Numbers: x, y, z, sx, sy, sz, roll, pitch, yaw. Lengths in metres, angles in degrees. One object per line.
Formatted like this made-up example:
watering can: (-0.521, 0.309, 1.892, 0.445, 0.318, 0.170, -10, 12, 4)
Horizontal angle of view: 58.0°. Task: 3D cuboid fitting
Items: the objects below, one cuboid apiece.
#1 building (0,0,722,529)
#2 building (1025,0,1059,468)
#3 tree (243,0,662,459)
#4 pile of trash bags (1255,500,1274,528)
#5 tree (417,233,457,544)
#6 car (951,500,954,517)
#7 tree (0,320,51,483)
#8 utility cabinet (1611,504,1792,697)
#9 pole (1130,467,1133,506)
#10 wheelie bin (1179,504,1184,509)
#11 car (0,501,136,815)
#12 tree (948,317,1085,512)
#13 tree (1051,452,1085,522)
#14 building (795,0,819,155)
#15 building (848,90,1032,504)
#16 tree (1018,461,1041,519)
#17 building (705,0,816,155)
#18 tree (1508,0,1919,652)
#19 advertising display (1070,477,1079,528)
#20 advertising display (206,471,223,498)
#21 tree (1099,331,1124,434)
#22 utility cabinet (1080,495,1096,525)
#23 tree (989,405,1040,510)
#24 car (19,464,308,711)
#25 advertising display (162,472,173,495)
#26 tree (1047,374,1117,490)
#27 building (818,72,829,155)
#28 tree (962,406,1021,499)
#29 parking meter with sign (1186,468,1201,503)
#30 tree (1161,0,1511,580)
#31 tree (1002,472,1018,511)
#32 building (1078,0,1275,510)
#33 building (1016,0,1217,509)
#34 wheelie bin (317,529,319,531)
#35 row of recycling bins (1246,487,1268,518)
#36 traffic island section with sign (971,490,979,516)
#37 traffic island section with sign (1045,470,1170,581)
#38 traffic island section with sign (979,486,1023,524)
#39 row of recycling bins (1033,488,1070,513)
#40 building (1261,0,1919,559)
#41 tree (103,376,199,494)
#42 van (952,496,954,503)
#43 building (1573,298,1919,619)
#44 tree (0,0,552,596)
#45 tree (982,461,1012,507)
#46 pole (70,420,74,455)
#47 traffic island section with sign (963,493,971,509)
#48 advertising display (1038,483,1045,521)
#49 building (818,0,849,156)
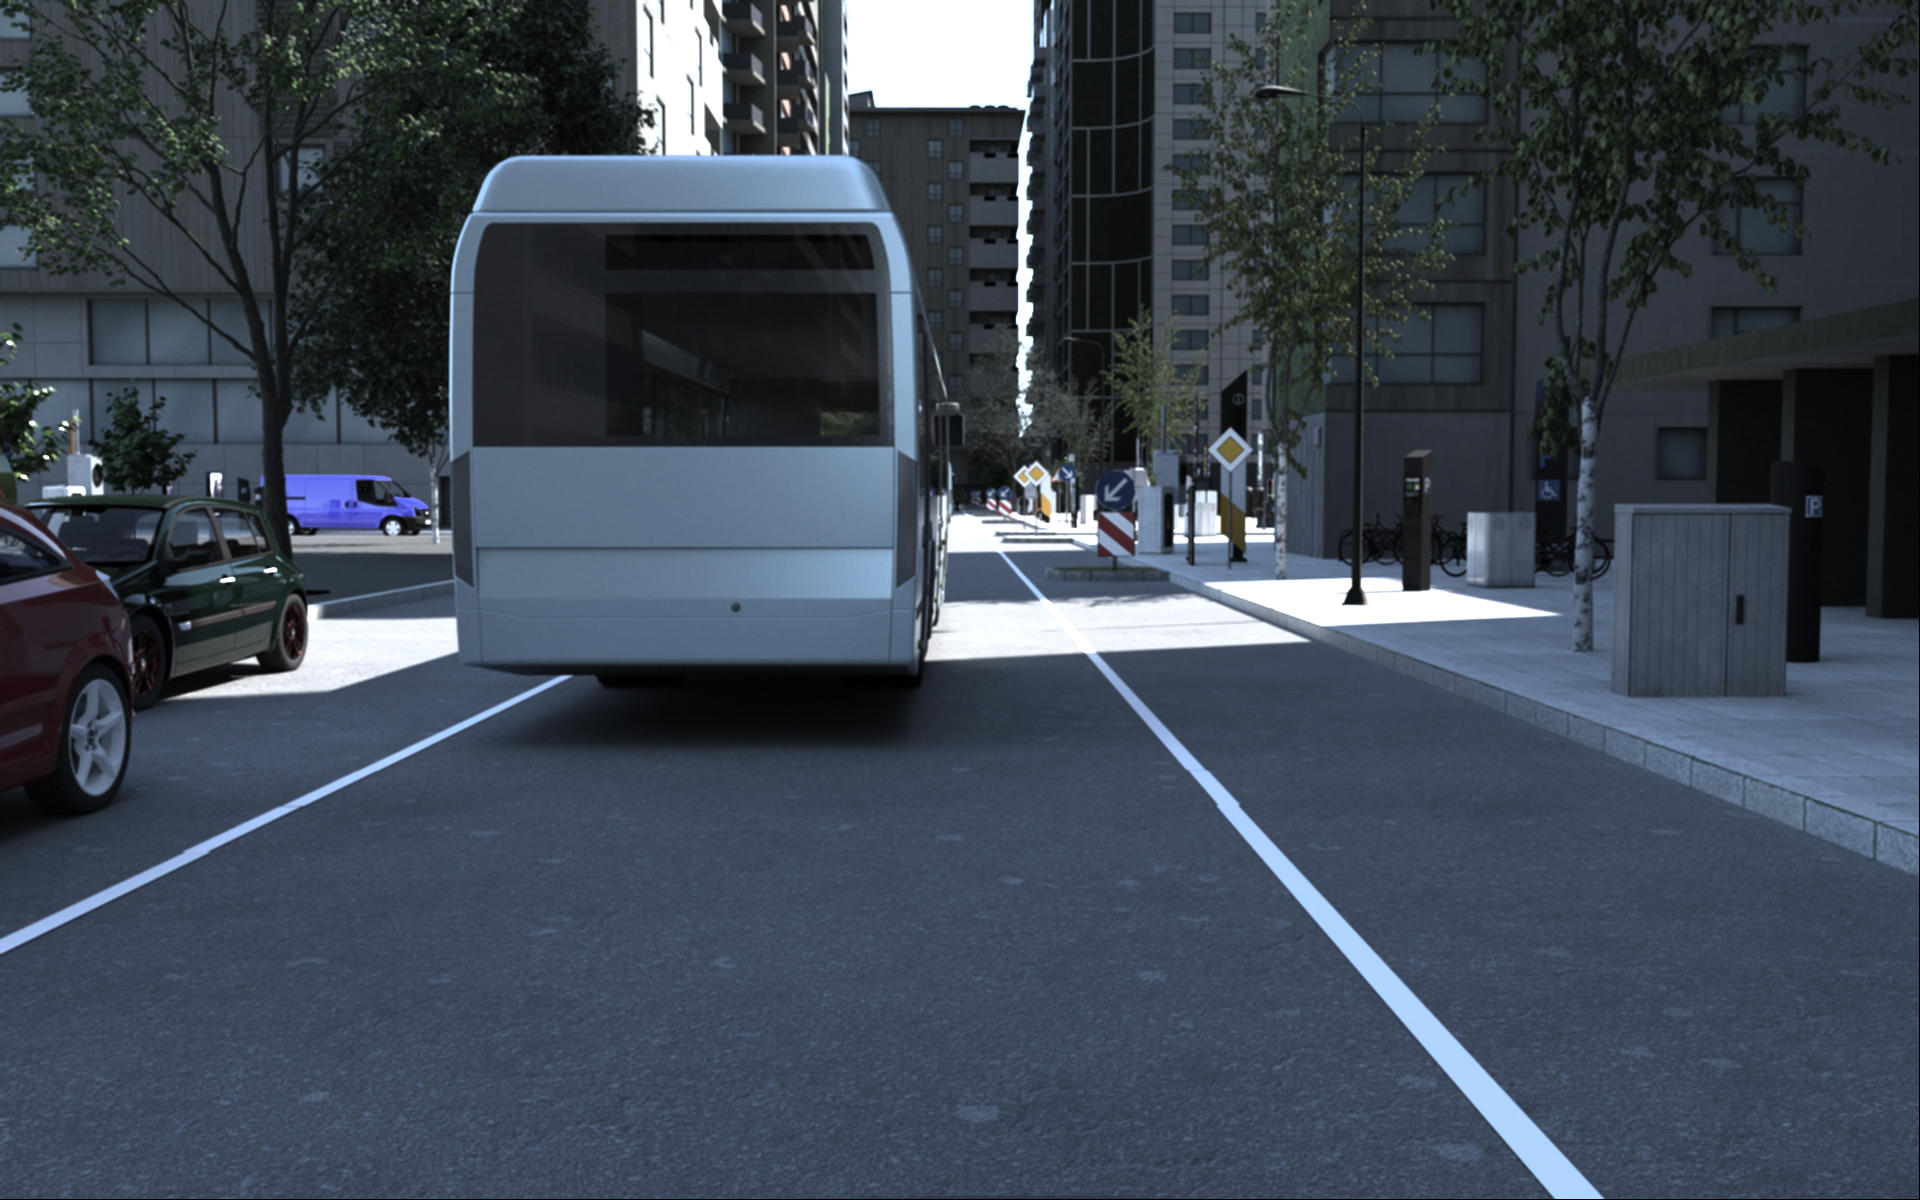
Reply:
building: (-25.062, -29.671, 74.358, 28.713, 52.752, 27.495, 0, 4, 0)
building: (17.908, -33.719, 170.915, 23.786, 49.044, 30.456, 0, 4, 0)
tree: (-9.523, -7.226, 35.159, 9.611, 12.733, 9.660, 0, 3, 0)
pile of trash bags: (12.689, -3.457, 66.280, 1.912, 1.369, 3.447, 2, 4, 32)
tree: (-13.349, -5.754, 44.443, 4.737, 8.622, 4.395, 0, 3, 0)
car: (-1.395, -6.039, 110.536, 2.131, 1.459, 4.920, 0, 4, -2)
tree: (-9.351, -1.315, 16.094, 1.663, 3.219, 1.824, 0, 3, 0)
utility cabinet: (4.721, 0.007, 11.042, 1.020, 1.237, 0.306, 0, 4, -3)
pole: (12.907, -8.360, 130.529, 0.158, 3.312, 0.155, 0, 3, 0)
wheelie bin: (13.906, -6.219, 109.593, 0.693, 1.594, 0.980, 2, 4, 28)
car: (-4.739, 0.166, 6.330, 2.155, 1.783, 4.494, 0, 4, -1)
tree: (3.673, -12.883, 121.014, 12.009, 13.543, 11.850, 0, 3, 0)
tree: (4.946, -5.180, 79.288, 1.663, 3.219, 1.824, 0, 3, 0)
building: (-23.201, -31.871, 144.795, 21.300, 48.544, 21.600, 0, 4, 0)
building: (-3.265, -39.475, 234.657, 27.495, 52.752, 28.713, 0, 4, 0)
tree: (4.264, -5.696, 87.723, 1.663, 3.219, 1.824, 0, 3, 0)
building: (-21.190, -28.149, 114.863, 22.147, 44.769, 28.867, 0, 4, 0)
tree: (5.310, -3.887, 13.918, 4.737, 8.622, 4.395, 0, 3, 0)
advertising display: (4.280, -3.656, 64.993, 0.123, 1.923, 0.974, -1, 4, -9)
advertising display: (-21.291, -2.709, 49.501, 0.123, 1.923, 0.974, 0, 4, -4)
tree: (7.578, -7.188, 67.887, 4.737, 8.622, 4.395, 0, 3, 0)
utility cabinet: (5.339, -3.790, 73.127, 0.306, 1.237, 1.020, 1, 4, 22)
tree: (4.266, -11.393, 136.642, 4.360, 8.622, 3.978, 0, 3, 0)
car: (-6.232, -0.175, 12.640, 2.009, 1.686, 4.222, 0, 3, 0)
advertising display: (-20.036, -2.361, 43.822, 0.123, 1.923, 0.974, -1, 4, -17)
tree: (7.448, -9.578, 106.968, 4.360, 8.622, 3.978, 0, 3, 0)
building: (-19.692, -29.312, 162.852, 14.154, 41.232, 14.086, 0, 4, 0)
tree: (4.018, -18.015, 212.673, 7.486, 12.596, 7.792, 0, 3, 0)
parking meter with sign: (15.311, -7.359, 116.572, 1.738, 3.016, 0.543, -1, 4, -11)
tree: (5.062, -4.616, 25.833, 4.737, 8.622, 4.395, 0, 3, 0)
tree: (4.095, -8.292, 130.178, 1.663, 3.219, 1.824, 0, 3, 0)
building: (16.818, -43.185, 144.321, 20.563, 71.187, 20.611, 0, 4, 0)
building: (16.702, -46.328, 195.717, 20.563, 71.187, 20.611, 0, 4, 0)
wheelie bin: (-22.697, -3.204, 60.300, 0.980, 1.594, 0.693, -1, 4, -8)
row of recycling bins: (16.714, -5.337, 94.370, 1.069, 1.692, 3.534, -3, 5, -41)
traffic island section with sign: (1.893, -6.314, 111.857, 1.989, 1.847, 2.006, 0, 4, 0)
traffic island section with sign: (2.458, -1.269, 29.368, 1.989, 1.847, 2.006, 0, 4, 0)
traffic island section with sign: (2.070, -4.665, 84.903, 1.989, 1.847, 2.006, 0, 4, 0)
row of recycling bins: (6.352, -6.669, 116.145, 3.534, 1.692, 1.069, 2, 4, 35)
building: (14.123, -21.783, 39.754, 14.154, 41.232, 14.086, 0, 4, 0)
tree: (-13.531, -2.061, 28.301, 1.663, 3.219, 1.824, 0, 3, 0)
van: (-1.680, -11.037, 187.466, 2.013, 2.044, 4.112, 0, 4, -2)
building: (19.152, -21.625, 8.193, 22.147, 44.769, 28.867, 0, 4, 0)
tree: (-8.784, -5.880, 21.893, 9.928, 11.665, 9.643, 0, 3, 0)
tree: (3.876, -11.591, 173.219, 4.285, 4.588, 4.351, 0, 3, 0)
pole: (-24.403, -3.298, 47.772, 0.158, 3.312, 0.155, 0, 3, 0)
traffic island section with sign: (1.553, -9.350, 161.493, 1.989, 1.847, 2.006, 0, 4, 0)
advertising display: (3.938, -4.663, 81.453, 0.123, 1.923, 0.974, 2, 4, 29)
building: (-26.895, -40.055, 196.904, 28.212, 58.520, 21.231, 0, 4, 0)
